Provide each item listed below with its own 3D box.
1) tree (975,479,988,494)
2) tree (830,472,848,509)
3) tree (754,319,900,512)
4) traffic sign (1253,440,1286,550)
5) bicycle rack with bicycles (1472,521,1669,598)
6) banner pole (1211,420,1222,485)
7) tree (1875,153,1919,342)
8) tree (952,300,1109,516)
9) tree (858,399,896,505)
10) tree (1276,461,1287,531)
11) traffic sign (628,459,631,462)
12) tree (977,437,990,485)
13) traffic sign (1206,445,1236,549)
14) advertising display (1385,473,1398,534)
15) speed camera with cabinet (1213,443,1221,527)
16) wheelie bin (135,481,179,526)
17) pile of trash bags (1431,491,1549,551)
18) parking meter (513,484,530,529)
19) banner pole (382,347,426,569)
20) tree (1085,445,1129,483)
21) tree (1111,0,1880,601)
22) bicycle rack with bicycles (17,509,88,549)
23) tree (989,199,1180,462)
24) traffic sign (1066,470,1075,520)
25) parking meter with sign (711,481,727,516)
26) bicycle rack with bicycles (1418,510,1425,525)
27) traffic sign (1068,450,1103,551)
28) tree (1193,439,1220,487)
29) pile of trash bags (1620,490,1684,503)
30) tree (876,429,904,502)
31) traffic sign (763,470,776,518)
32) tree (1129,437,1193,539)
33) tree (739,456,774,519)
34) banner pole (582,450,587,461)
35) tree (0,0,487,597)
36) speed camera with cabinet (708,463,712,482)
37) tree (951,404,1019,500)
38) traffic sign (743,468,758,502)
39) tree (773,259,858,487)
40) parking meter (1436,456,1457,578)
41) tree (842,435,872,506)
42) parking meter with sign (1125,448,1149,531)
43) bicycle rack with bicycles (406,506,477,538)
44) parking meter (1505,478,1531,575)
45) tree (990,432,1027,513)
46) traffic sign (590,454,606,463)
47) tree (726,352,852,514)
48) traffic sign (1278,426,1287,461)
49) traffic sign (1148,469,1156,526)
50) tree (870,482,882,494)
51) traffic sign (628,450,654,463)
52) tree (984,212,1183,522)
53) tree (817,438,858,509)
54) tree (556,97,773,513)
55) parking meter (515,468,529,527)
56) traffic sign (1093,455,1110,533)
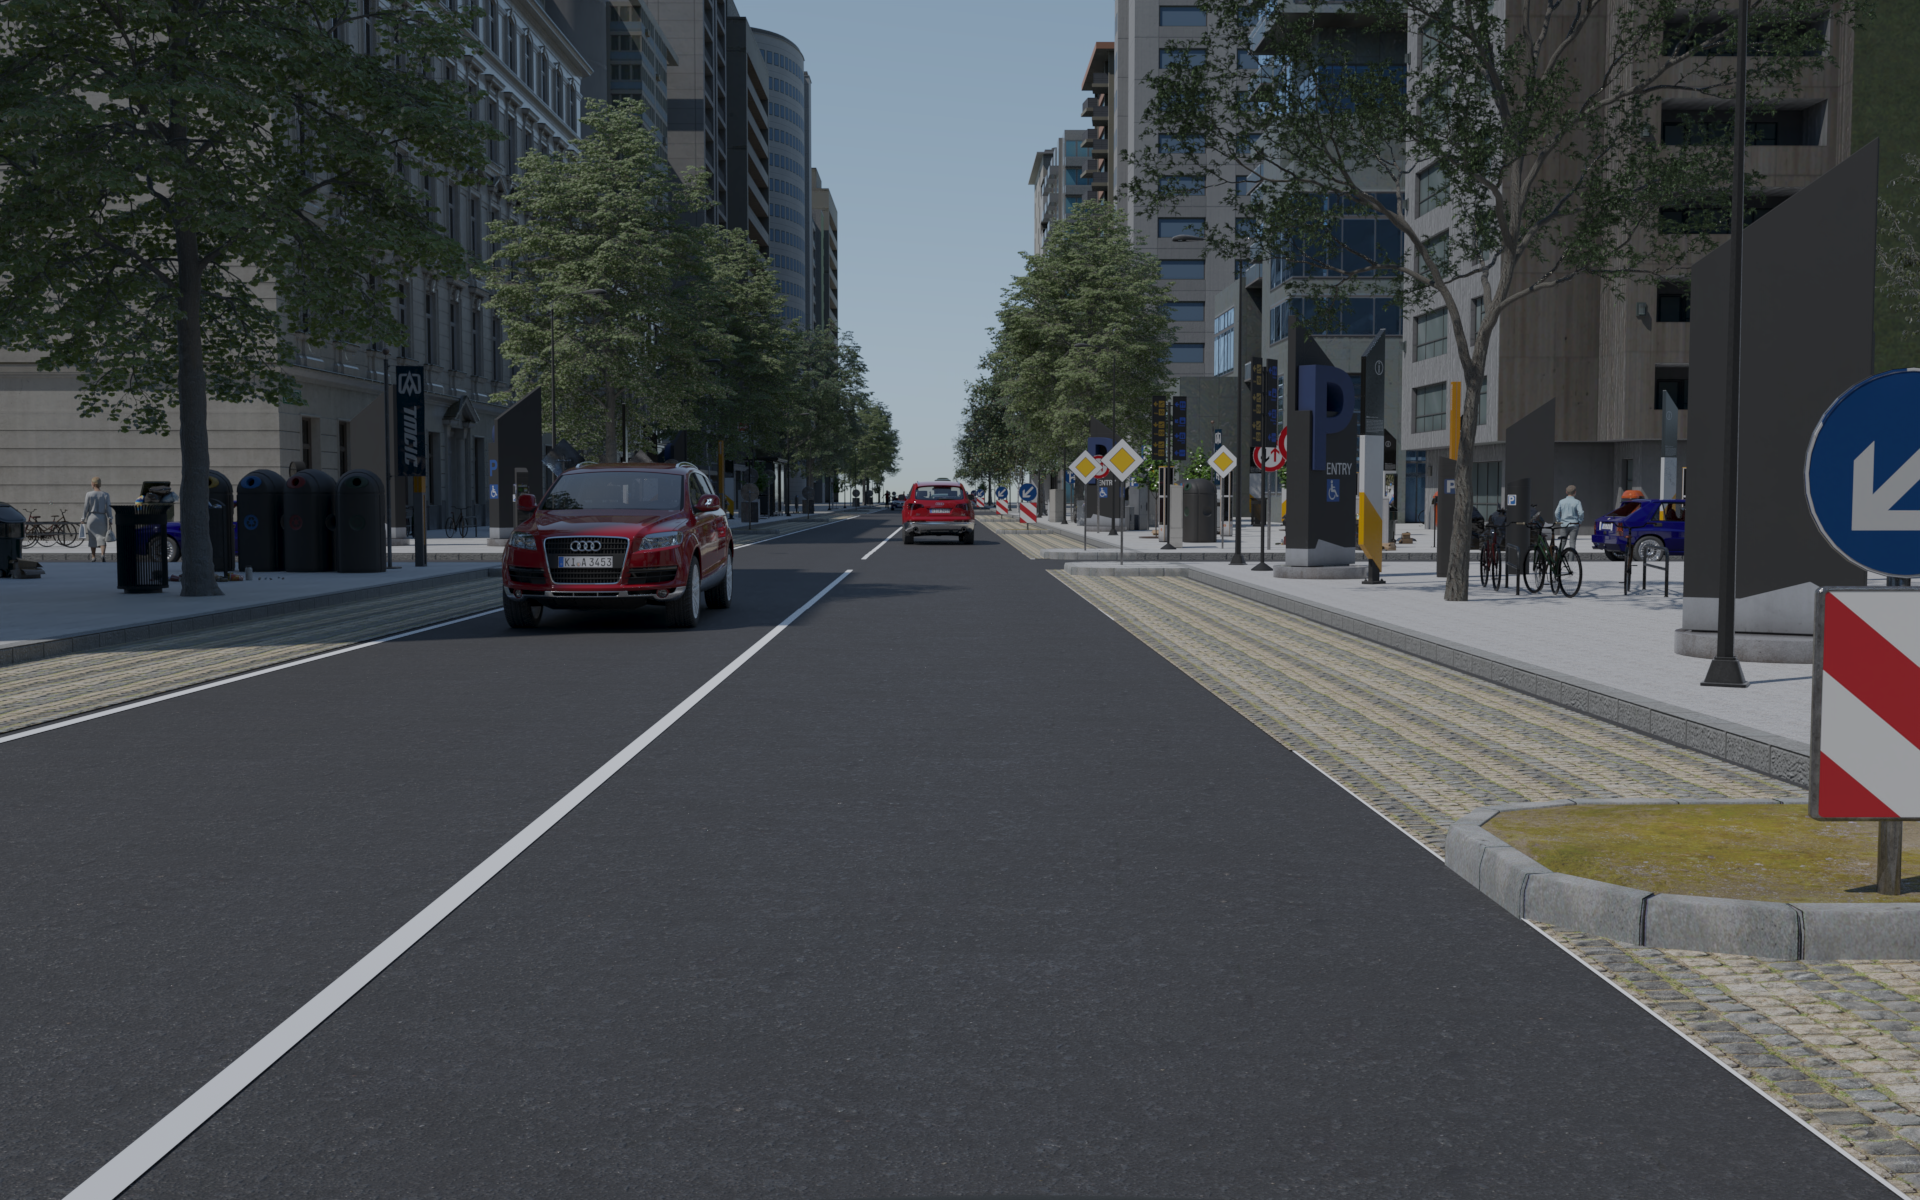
[{"bbox_3d":[2.983,-15.493,247.913,1.663,3.219,1.824,0,3,0],"label":"tree"},{"bbox_3d":[-10.752,-9.483,149.649,1.663,3.219,1.824,0,3,0],"label":"tree"},{"bbox_3d":[-11.068,-13.450,126.559,9.857,13.997,8.962,0,3,0],"label":"tree"},{"bbox_3d":[7.102,-2.425,39.751,0.768,2.556,0.104,0,4,5],"label":"traffic sign"},{"bbox_3d":[7.953,-0.553,22.425,2.852,0.926,2.925,1,4,14],"label":"bicycle rack with bicycles"},{"bbox_3d":[8.669,-4.205,58.773,0.401,3.779,0.863,-1,4,-21],"label":"banner pole"},{"bbox_3d":[15.832,-4.615,25.816,4.360,8.622,3.978,0,3,0],"label":"tree"},{"bbox_3d":[4.677,-11.279,101.419,9.611,12.733,9.660,0,3,0],"label":"tree"},{"bbox_3d":[-11.013,-17.569,205.378,7.486,12.596,7.792,0,3,0],"label":"tree"},{"bbox_3d":[11.773,-4.019,60.312,1.663,3.219,1.824,0,3,0],"label":"tree"},{"bbox_3d":[-11.835,-3.818,62.530,0.768,2.556,0.104,0,4,5],"label":"traffic sign"},{"bbox_3d":[3.975,-12.575,155.956,4.737,8.622,4.395,0,3,0],"label":"tree"},{"bbox_3d":[6.152,-2.406,40.528,0.795,2.450,0.064,0,4,4],"label":"traffic sign"},{"bbox_3d":[13.467,-2.990,54.107,0.123,1.923,0.974,0,4,-2],"label":"advertising display"},{"bbox_3d":[9.949,-4.423,66.645,0.660,3.252,2.038,1,4,12],"label":"speed camera with cabinet"},{"bbox_3d":[-19.435,-2.087,42.026,0.980,1.594,0.693,-3,5,-44],"label":"wheelie bin"},{"bbox_3d":[12.132,-1.874,40.386,1.912,1.369,3.447,-1,4,-21],"label":"pile of trash bags"},{"bbox_3d":[-10.353,-1.986,40.887,0.372,1.533,0.369,0,3,0],"label":"parking meter"},{"bbox_3d":[-9.580,-2.428,29.721,0.863,3.779,0.401,-1,4,-10],"label":"banner pole"},{"bbox_3d":[7.462,-6.452,89.211,4.285,4.588,4.351,0,3,0],"label":"tree"},{"bbox_3d":[5.895,-5.245,20.169,8.767,10.594,7.601,1,4,8],"label":"tree"},{"bbox_3d":[-22.050,-1.701,41.186,2.852,0.926,2.925,3,5,41],"label":"bicycle rack with bicycles"},{"bbox_3d":[4.842,-9.129,67.388,7.486,12.596,7.792,0,3,0],"label":"tree"},{"bbox_3d":[5.532,-5.256,86.037,0.768,2.556,0.104,0,4,5],"label":"traffic sign"},{"bbox_3d":[-14.417,-6.528,102.999,0.543,3.016,1.738,-3,5,-43],"label":"parking meter with sign"},{"bbox_3d":[21.023,-3.632,72.763,2.925,0.926,2.852,2,4,31],"label":"bicycle rack with bicycles"},{"bbox_3d":[2.837,-2.176,39.221,0.795,2.450,0.064,0,4,-1],"label":"traffic sign"},{"bbox_3d":[8.508,-4.070,61.152,1.663,3.219,1.824,0,3,0],"label":"tree"},{"bbox_3d":[16.784,-1.935,41.397,3.447,1.369,1.912,-3,5,-42],"label":"pile of trash bags"},{"bbox_3d":[-12.528,-20.925,267.874,9.928,11.665,9.643,0,3,0],"label":"tree"},{"bbox_3d":[-10.053,-5.560,91.008,0.768,2.556,0.104,0,4,4],"label":"traffic sign"},{"bbox_3d":[5.560,-3.399,50.173,1.663,3.219,1.824,0,3,0],"label":"tree"},{"bbox_3d":[-10.450,-5.770,88.936,1.663,3.219,1.824,0,3,0],"label":"tree"},{"bbox_3d":[-15.839,-5.082,73.103,0.401,3.779,0.863,0,4,6],"label":"banner pole"},{"bbox_3d":[-9.460,-6.296,21.069,7.486,12.596,7.792,0,3,0],"label":"tree"},{"bbox_3d":[-16.220,-7.025,109.193,0.660,3.252,2.038,-2,4,-28],"label":"speed camera with cabinet"},{"bbox_3d":[4.119,-16.459,179.467,12.009,13.543,11.850,0,3,0],"label":"tree"},{"bbox_3d":[-10.318,-5.216,85.390,0.768,2.556,0.104,0,4,8],"label":"traffic sign"},{"bbox_3d":[-9.830,-9.490,73.292,7.486,12.596,7.792,0,3,0],"label":"tree"},{"bbox_3d":[7.550,-1.279,26.622,0.399,1.863,0.255,1,4,9],"label":"parking meter"},{"bbox_3d":[-11.730,-14.625,189.483,4.737,8.622,4.395,0,3,0],"label":"tree"},{"bbox_3d":[6.305,-3.985,61.410,0.543,3.016,1.738,2,4,34],"label":"parking meter with sign"},{"bbox_3d":[-15.427,-2.282,50.699,2.852,0.926,2.925,0,4,-2],"label":"bicycle rack with bicycles"},{"bbox_3d":[8.908,-1.176,27.644,0.372,1.533,0.369,0,3,0],"label":"parking meter"},{"bbox_3d":[4.975,-11.654,140.899,4.737,8.622,4.395,0,3,0],"label":"tree"},{"bbox_3d":[-11.315,-3.334,54.610,0.768,2.556,0.104,0,4,2],"label":"traffic sign"},{"bbox_3d":[-10.913,-10.717,109.637,8.767,10.594,7.601,0,4,2],"label":"tree"},{"bbox_3d":[5.933,-1.847,30.311,0.768,2.556,0.104,0,4,4],"label":"traffic sign"},{"bbox_3d":[6.377,-3.371,56.307,0.795,2.450,0.064,0,4,2],"label":"traffic sign"},{"bbox_3d":[-11.960,-15.655,250.552,1.663,3.219,1.824,0,3,0],"label":"tree"},{"bbox_3d":[-7.207,-2.171,39.139,0.795,2.450,0.064,0,4,-1],"label":"traffic sign"},{"bbox_3d":[5.468,-10.593,79.852,9.857,13.997,8.962,0,3,0],"label":"tree"},{"bbox_3d":[-10.648,-11.916,145.187,4.360,8.622,3.978,0,3,0],"label":"tree"},{"bbox_3d":[-10.059,-8.047,49.694,7.486,12.596,7.792,0,3,0],"label":"tree"},{"bbox_3d":[-9.692,-1.995,38.333,0.255,1.863,0.399,-1,4,-21],"label":"parking meter"},{"bbox_3d":[4.532,-3.461,56.698,0.768,2.556,0.104,0,4,3],"label":"traffic sign"}]
